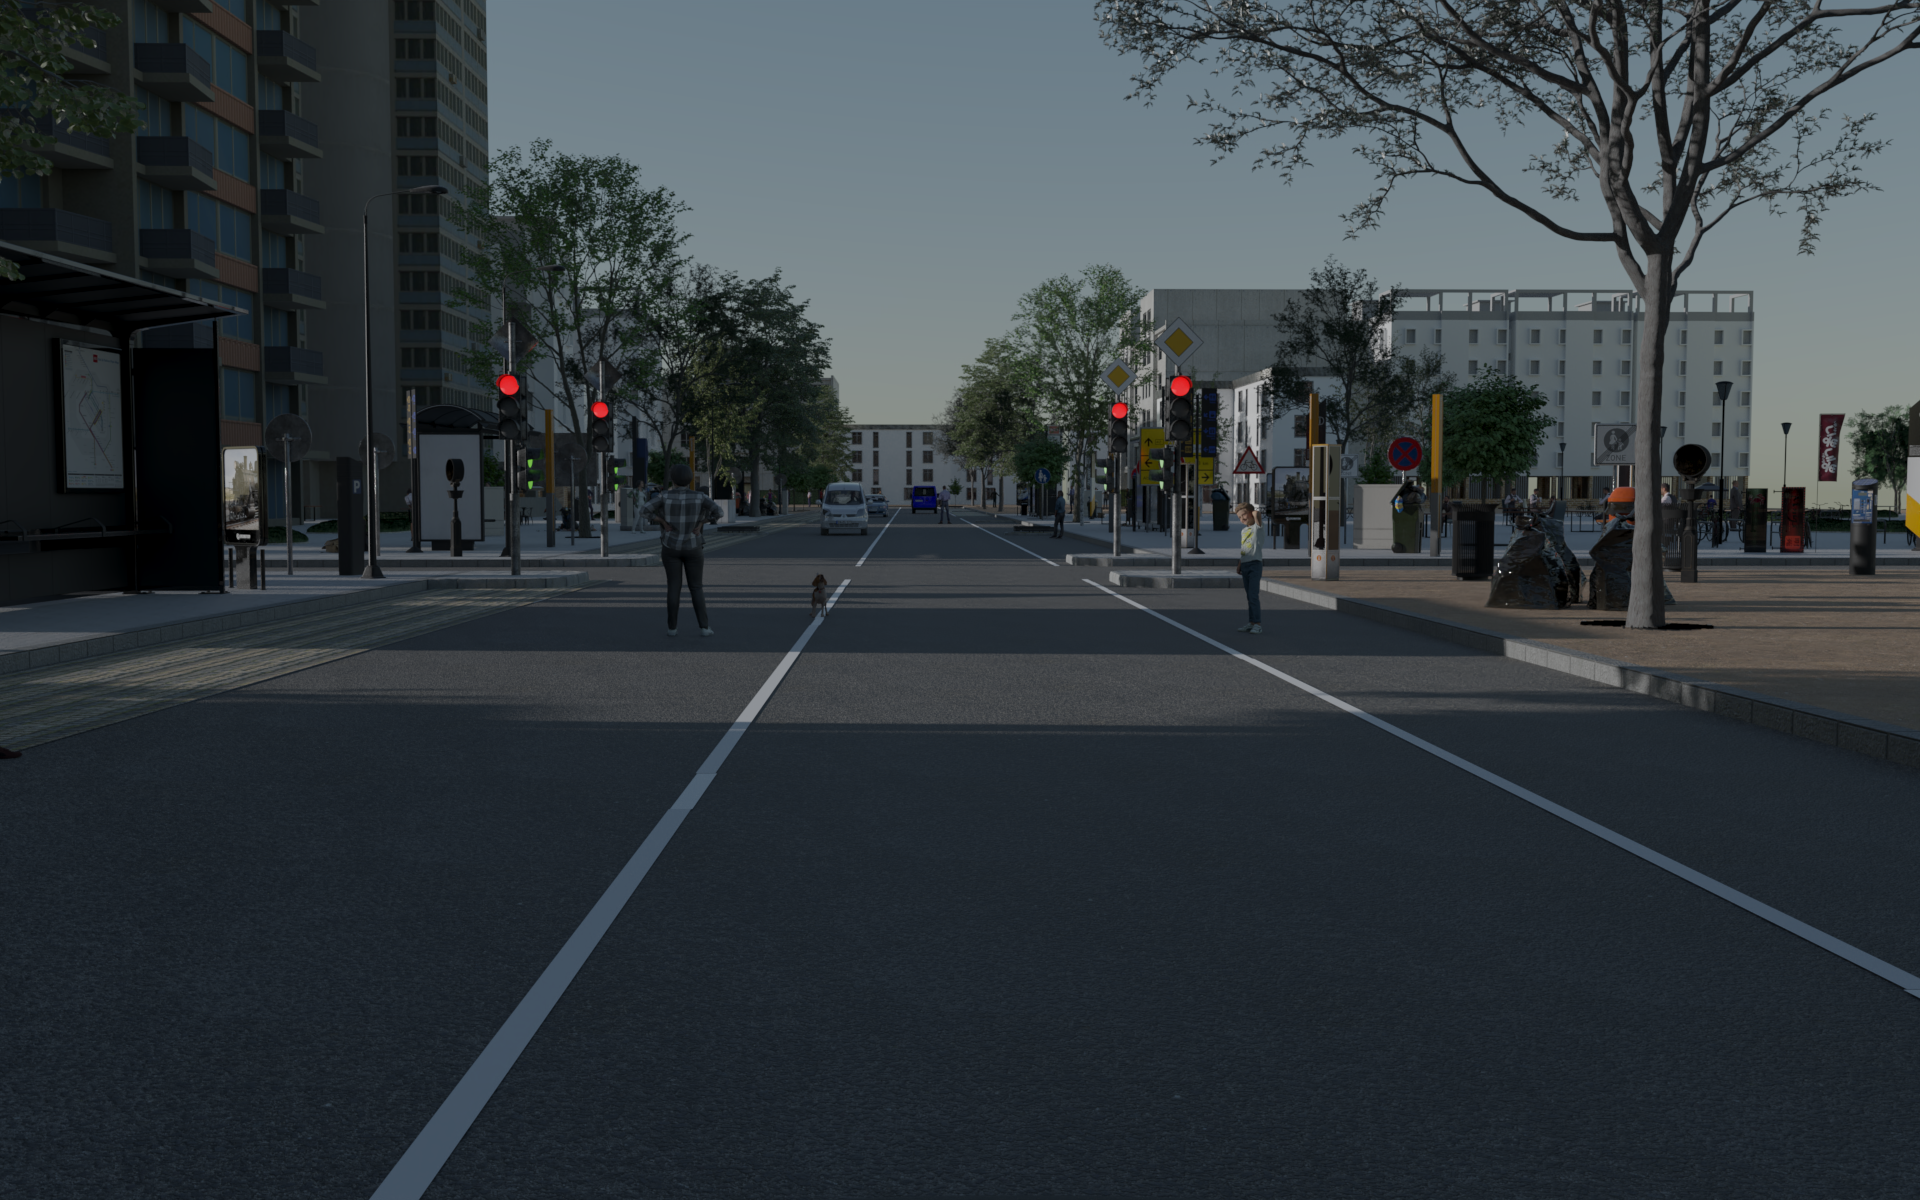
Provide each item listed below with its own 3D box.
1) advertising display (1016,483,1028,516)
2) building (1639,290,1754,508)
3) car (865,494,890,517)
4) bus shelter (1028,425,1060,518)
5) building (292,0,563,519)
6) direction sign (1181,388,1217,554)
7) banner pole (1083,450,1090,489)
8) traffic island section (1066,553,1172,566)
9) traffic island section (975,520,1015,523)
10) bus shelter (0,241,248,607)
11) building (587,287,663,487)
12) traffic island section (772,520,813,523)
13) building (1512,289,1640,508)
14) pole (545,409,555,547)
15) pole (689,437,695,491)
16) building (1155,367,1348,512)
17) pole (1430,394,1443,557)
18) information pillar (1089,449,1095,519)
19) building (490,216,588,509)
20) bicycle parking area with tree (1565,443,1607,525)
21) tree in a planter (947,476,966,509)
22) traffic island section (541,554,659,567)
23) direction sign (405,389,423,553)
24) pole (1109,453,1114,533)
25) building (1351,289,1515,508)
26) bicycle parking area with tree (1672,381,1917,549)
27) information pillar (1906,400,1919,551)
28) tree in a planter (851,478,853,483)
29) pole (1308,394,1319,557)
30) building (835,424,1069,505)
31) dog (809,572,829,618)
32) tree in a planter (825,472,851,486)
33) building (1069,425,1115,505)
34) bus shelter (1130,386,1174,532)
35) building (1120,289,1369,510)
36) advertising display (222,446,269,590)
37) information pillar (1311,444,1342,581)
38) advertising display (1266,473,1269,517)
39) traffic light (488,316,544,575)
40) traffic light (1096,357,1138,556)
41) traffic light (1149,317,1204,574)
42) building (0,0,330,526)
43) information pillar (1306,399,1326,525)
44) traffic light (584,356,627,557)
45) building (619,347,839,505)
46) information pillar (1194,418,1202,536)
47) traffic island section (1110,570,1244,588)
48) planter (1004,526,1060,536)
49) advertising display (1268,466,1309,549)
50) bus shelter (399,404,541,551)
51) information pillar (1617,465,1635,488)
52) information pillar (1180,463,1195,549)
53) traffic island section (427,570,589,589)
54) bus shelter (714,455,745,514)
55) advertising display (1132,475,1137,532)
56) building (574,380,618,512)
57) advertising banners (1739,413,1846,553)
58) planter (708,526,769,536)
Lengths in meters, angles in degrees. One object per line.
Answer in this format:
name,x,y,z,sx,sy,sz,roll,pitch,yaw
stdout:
advertising display,3.826,-5.994,103.221,0.974,1.923,0.123,-1,4,-20
building,67.325,-19.019,167.376,11.380,20.091,16.016,0,4,-2
car,-5.403,-5.900,108.461,2.014,1.417,4.499,0,4,-1
bus shelter,4.822,-7.378,98.259,2.179,5.291,8.768,0,4,-2
building,-39.809,-24.703,95.773,32.217,40.220,23.993,0,4,-2
direction sign,5.062,-2.752,36.994,0.876,3.537,0.379,-1,4,-13
banner pole,7.237,-6.650,98.745,0.863,3.779,0.401,-2,4,-34
traffic island section,3.266,-0.824,35.754,2.009,0.180,2.903,0,4,-2
traffic island section,1.763,-3.979,87.924,1.991,0.108,1.994,0,4,-2
bus shelter,-9.856,-1.704,19.148,1.731,3.624,6.357,0,4,-2
building,-34.592,-18.839,164.431,11.380,20.091,16.016,0,4,-2
traffic island section,-8.459,-3.958,87.578,1.991,0.108,1.994,0,4,-2
building,55.960,-18.976,166.680,11.380,20.091,16.016,0,4,-2
pole,-9.878,-2.929,41.737,0.158,3.312,0.155,0,3,0
pole,-9.509,-4.140,61.531,0.158,3.312,0.155,0,3,0
building,20.957,-11.398,128.500,9.099,9.664,28.070,0,4,-2
pole,9.768,-2.548,35.509,0.158,3.312,0.155,0,3,0
information pillar,6.722,-5.901,87.843,0.183,3.616,0.504,2,4,24
building,-34.256,-15.863,115.777,16.016,20.091,11.380,0,4,-2
bicycle parking area with tree,31.511,-5.165,71.445,9.016,4.147,8.231,-2,4,-27
tree in a planter,-0.430,-10.267,165.085,1.991,3.239,1.994,0,4,-2
traffic island section,-7.291,-0.806,35.459,2.009,0.180,2.903,0,4,-2
direction sign,-11.952,-2.804,37.838,0.379,3.537,0.876,-2,4,-29
pole,5.028,-3.892,57.481,0.158,3.312,0.155,0,3,0
building,44.514,-18.963,166.467,11.380,20.091,16.016,0,4,-2
bicycle parking area with tree,22.032,-3.474,43.803,8.231,4.147,9.016,2,4,24
information pillar,21.596,-2.912,38.962,0.183,3.616,0.504,-3,4,-38
tree in a planter,-10.655,-10.247,164.756,1.991,3.239,1.994,0,4,-2
pole,7.196,-2.533,35.259,0.158,3.312,0.155,0,3,0
building,-1.291,-16.578,213.195,28.070,9.664,9.099,0,4,-2
dog,-1.641,-0.060,20.273,0.540,0.507,0.406,3,5,45
tree in a planter,-9.867,-8.566,137.284,1.991,3.239,1.994,0,4,-2
building,27.041,-16.642,214.241,28.070,9.664,9.099,0,4,-2
bus shelter,7.378,-5.171,62.172,2.179,5.291,8.768,0,4,-1
building,24.773,-17.835,158.061,16.747,18.905,31.486,0,4,-2
advertising display,-9.636,-1.109,23.352,0.974,1.923,0.123,3,5,40
information pillar,5.418,-1.293,25.633,0.304,2.012,0.304,-3,4,-38
advertising display,9.608,-2.905,52.711,0.123,1.923,0.974,-1,4,-19
traffic light,-7.023,-2.350,27.344,0.839,4.253,0.868,0,4,-2
traffic light,3.225,-2.857,35.639,0.839,4.253,0.868,0,4,-2
traffic light,3.453,-2.369,27.658,0.839,4.253,0.868,0,4,-2
building,-36.378,-24.876,61.352,22.147,44.769,28.867,0,4,-2
information pillar,8.718,-3.121,42.384,0.504,3.616,0.183,1,4,15
traffic light,-7.251,-2.838,35.326,0.839,4.253,0.868,0,4,-2
building,-31.169,-21.379,216.006,31.486,18.905,16.747,0,4,-2
information pillar,7.267,-3.799,53.463,0.183,3.616,0.504,-1,4,-21
traffic island section,3.494,-0.336,27.773,2.009,0.180,2.903,0,4,-2
planter,2.554,-2.428,60.837,1.991,0.319,1.994,0,4,-2
advertising display,7.709,-2.140,40.195,0.974,1.923,0.123,-1,4,-11
bus shelter,-11.639,-2.918,41.629,2.014,3.302,5.546,0,4,-2
information pillar,10.306,-1.353,26.608,0.304,2.012,0.304,-2,4,-24
information pillar,5.337,-2.228,40.923,0.304,2.012,0.304,3,5,45
traffic island section,-7.064,-0.318,27.477,2.009,0.180,2.903,0,4,-2
bus shelter,-14.105,-7.073,106.919,1.731,3.624,6.357,0,4,-1
advertising display,5.985,-3.315,59.408,0.123,1.923,0.974,0,4,8
building,-31.344,-11.870,136.217,9.099,9.664,28.070,0,4,-2
advertising banners,18.151,-2.543,37.766,2.074,3.025,0.090,1,4,10
planter,-7.687,-2.402,60.406,1.991,0.319,1.994,0,4,-2
